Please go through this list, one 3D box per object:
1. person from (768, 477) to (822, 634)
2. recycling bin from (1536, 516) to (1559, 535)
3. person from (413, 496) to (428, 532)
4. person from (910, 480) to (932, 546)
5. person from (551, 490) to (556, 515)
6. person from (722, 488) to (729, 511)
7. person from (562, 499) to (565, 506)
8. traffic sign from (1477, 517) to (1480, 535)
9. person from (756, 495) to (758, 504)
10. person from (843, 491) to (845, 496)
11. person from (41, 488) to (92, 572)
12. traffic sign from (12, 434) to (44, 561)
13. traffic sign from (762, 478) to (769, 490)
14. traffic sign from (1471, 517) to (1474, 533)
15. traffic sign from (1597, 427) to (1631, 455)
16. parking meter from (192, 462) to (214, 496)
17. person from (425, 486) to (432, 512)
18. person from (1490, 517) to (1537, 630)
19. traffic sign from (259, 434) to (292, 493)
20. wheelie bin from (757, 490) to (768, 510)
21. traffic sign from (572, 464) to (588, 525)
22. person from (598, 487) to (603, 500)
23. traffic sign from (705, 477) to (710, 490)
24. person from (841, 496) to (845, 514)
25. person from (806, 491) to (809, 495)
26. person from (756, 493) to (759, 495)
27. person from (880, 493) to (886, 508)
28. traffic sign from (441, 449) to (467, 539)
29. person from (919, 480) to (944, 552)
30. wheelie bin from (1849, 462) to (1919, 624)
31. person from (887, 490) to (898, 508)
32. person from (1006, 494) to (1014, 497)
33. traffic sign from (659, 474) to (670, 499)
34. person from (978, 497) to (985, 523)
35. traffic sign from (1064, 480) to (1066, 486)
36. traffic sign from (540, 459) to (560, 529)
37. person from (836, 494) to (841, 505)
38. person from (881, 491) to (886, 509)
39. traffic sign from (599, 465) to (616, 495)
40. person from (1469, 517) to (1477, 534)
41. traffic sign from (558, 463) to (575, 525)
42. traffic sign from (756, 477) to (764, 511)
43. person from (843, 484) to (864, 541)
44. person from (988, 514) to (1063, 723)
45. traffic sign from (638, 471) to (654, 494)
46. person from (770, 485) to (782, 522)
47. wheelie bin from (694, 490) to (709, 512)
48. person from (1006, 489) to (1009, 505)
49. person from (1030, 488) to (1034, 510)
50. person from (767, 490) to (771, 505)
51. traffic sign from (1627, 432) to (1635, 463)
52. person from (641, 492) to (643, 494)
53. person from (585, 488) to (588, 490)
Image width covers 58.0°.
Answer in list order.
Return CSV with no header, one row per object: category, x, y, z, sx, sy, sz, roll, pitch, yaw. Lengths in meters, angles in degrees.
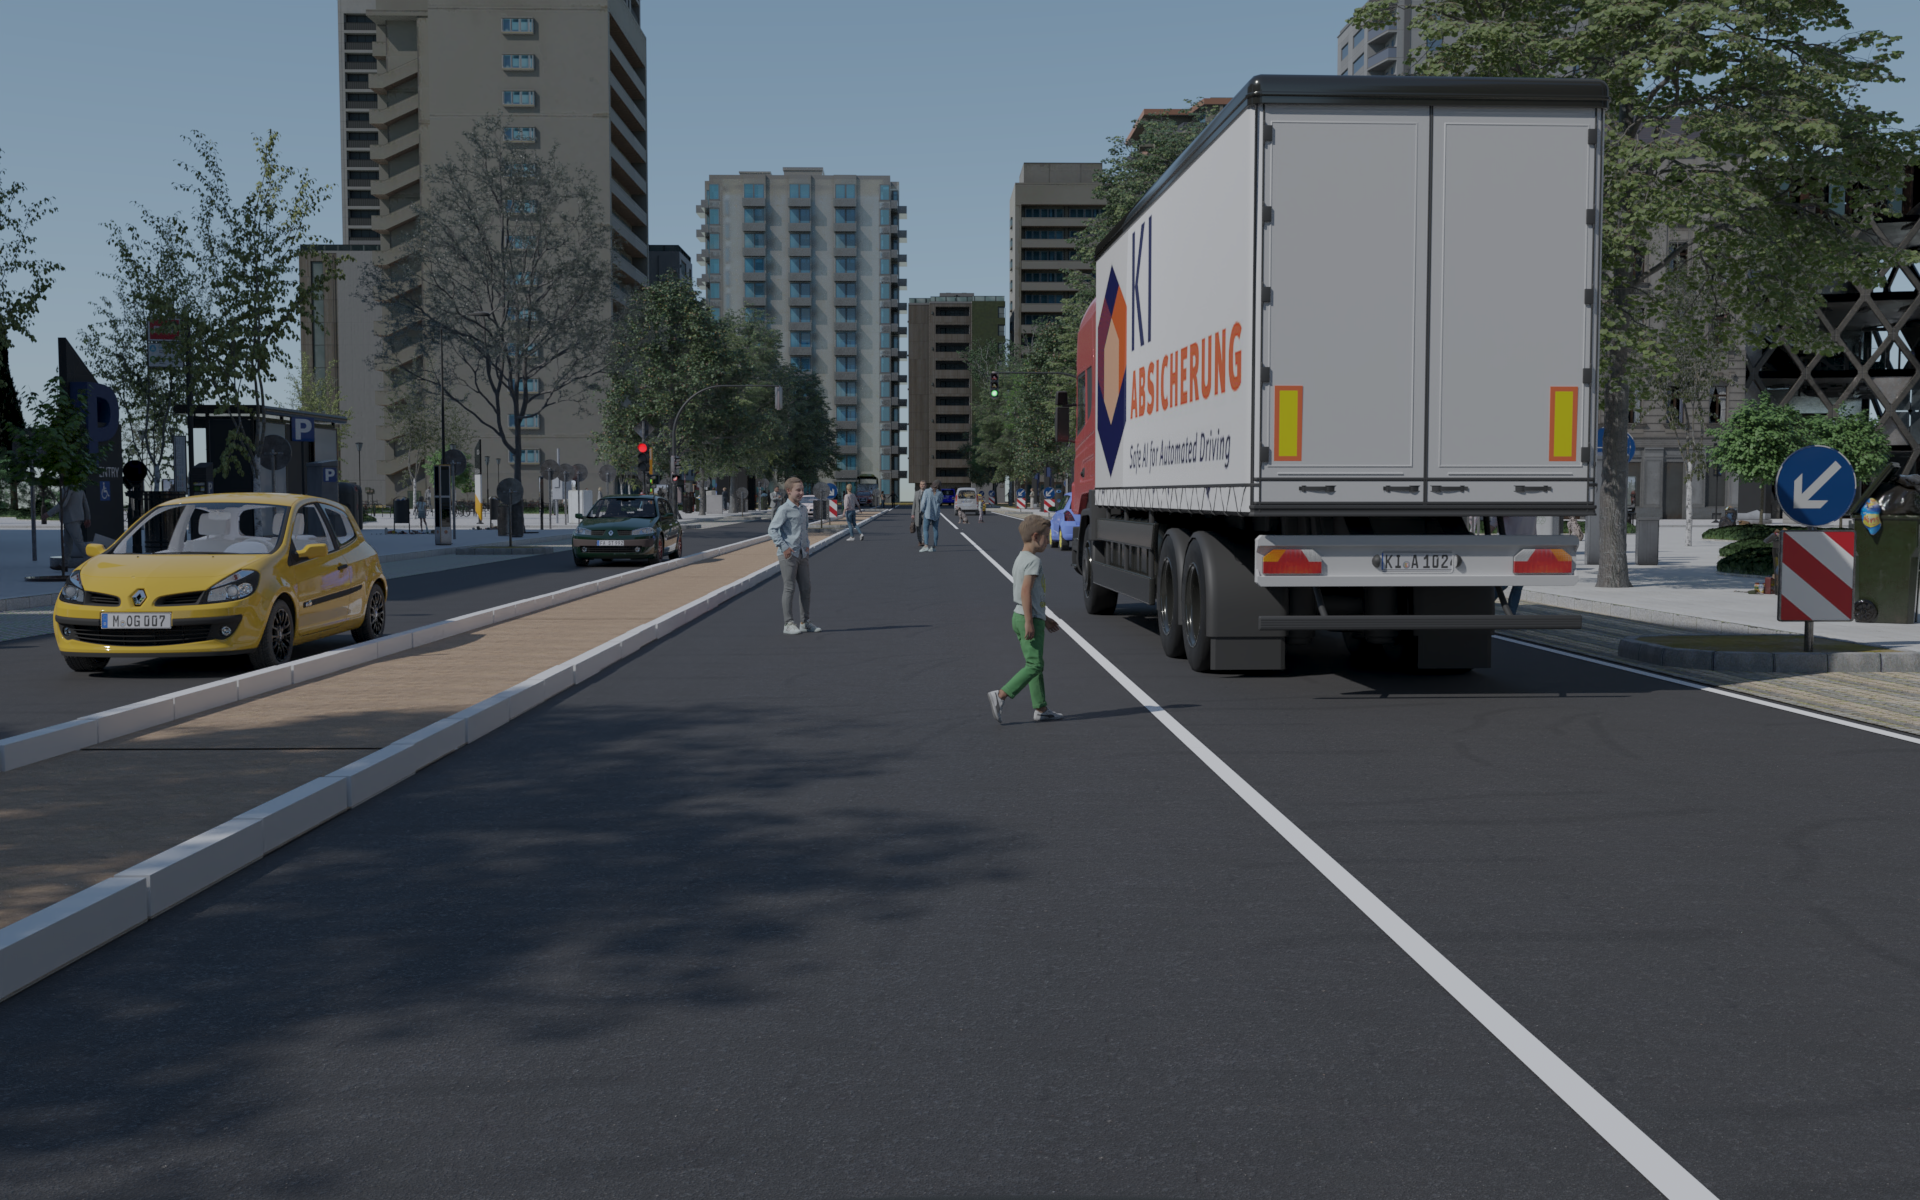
person,-1.704,-0.459,17.817,0.330,1.601,0.589,3,5,44
recycling bin,9.634,-1.012,29.100,0.722,1.027,0.722,2,4,26
person,-18.388,-2.935,59.039,0.505,1.210,0.382,-1,4,-12
person,-1.052,-2.378,47.477,0.694,1.812,0.767,1,4,13
person,-24.361,-5.973,103.884,0.466,1.800,0.511,2,4,32
person,-17.788,-7.642,131.418,0.534,1.772,0.576,1,4,23
person,-31.399,-7.753,137.812,0.505,1.210,0.382,-2,4,-31
traffic sign,11.814,-2.281,39.428,0.606,2.300,0.079,0,4,3
person,-18.301,-8.886,154.586,1.065,1.426,0.557,-2,4,-27
person,-13.315,-11.617,198.368,0.705,1.831,1.348,0,4,-5
person,-14.570,-1.352,28.427,0.850,1.792,0.678,0,4,-5
traffic sign,-17.777,-2.024,33.197,0.768,2.556,0.104,0,4,0
traffic sign,-15.892,-8.603,140.759,0.768,2.556,0.104,0,4,2
traffic sign,12.677,-2.616,42.769,0.884,2.594,0.081,0,4,4
traffic sign,12.136,-1.978,32.443,0.768,2.556,0.104,0,4,5
parking meter,-13.872,-1.594,31.765,0.255,1.863,0.399,0,4,-1
person,-37.034,-7.005,120.670,0.850,1.850,0.679,-2,4,-26
person,5.686,-0.551,18.185,0.731,1.740,0.598,-3,4,-38
traffic sign,-14.676,-2.259,37.047,0.768,2.556,0.104,0,4,0
wheelie bin,-15.608,-7.896,137.002,0.980,1.594,0.693,2,4,35
traffic sign,-15.948,-4.425,72.452,0.768,2.556,0.104,0,4,0
person,-26.879,-7.531,129.358,0.728,1.800,0.709,0,4,-3
traffic sign,-18.927,-7.868,128.744,0.768,2.556,0.104,0,4,4
person,-8.163,-6.644,121.385,0.306,1.304,0.590,-2,4,-28
person,-19.639,-13.167,222.131,0.445,1.727,0.742,-2,4,-29
person,-22.879,-11.747,198.114,1.348,1.824,0.705,1,4,14
person,-7.949,-10.423,179.445,0.617,1.759,0.750,-1,4,-13
traffic sign,-14.327,-2.991,49.006,0.768,2.556,0.104,0,4,8
person,-0.711,-2.101,43.124,0.793,1.790,0.793,3,4,36
wheelie bin,9.330,-0.578,17.359,0.693,1.594,0.980,2,4,34
person,-6.828,-10.271,176.453,1.348,1.821,0.705,2,4,35
person,5.442,-11.055,187.472,0.721,1.739,1.217,3,5,45
traffic sign,-16.417,-5.924,96.865,0.884,2.594,0.081,0,4,3
person,1.080,-4.538,86.971,0.394,1.301,0.425,-1,4,-9
traffic sign,9.050,-8.835,144.554,0.768,2.556,0.104,0,4,5
traffic sign,-15.040,-3.879,63.523,0.768,2.556,0.104,0,4,7
person,-14.457,-11.825,202.664,1.217,1.723,0.721,-1,4,-8
person,-6.948,-9.087,157.789,0.721,1.735,1.217,0,4,8
traffic sign,-15.241,-4.576,74.928,0.768,2.556,0.104,0,4,3
person,13.808,-2.217,46.566,0.394,1.301,0.425,-3,5,-43
traffic sign,-16.425,-4.403,72.096,0.768,2.556,0.104,0,4,1
traffic sign,-15.249,-8.044,131.621,0.768,2.556,0.104,0,4,0
person,-3.216,-2.699,53.298,0.598,1.740,0.731,2,4,26
person,0.408,0.116,10.859,0.590,1.304,0.306,-2,4,-33
traffic sign,-14.154,-4.768,78.070,0.768,2.556,0.104,0,4,2
person,-7.779,-3.961,73.441,0.511,1.800,0.466,-3,5,-41
wheelie bin,-18.845,-7.176,125.237,0.980,1.594,0.693,0,4,-5
person,5.958,-12.481,209.731,0.705,1.869,1.348,-3,5,-44
person,5.932,-8.353,143.161,0.362,1.759,0.519,-1,4,-16
person,-21.508,-11.504,194.688,0.434,1.755,0.990,-2,4,-28
traffic sign,12.717,-2.055,33.712,0.768,2.556,0.104,0,4,7
person,-25.817,-8.210,141.113,0.563,1.720,0.643,-3,5,-41
person,-30.633,-8.343,142.633,0.473,1.802,0.592,3,4,36
